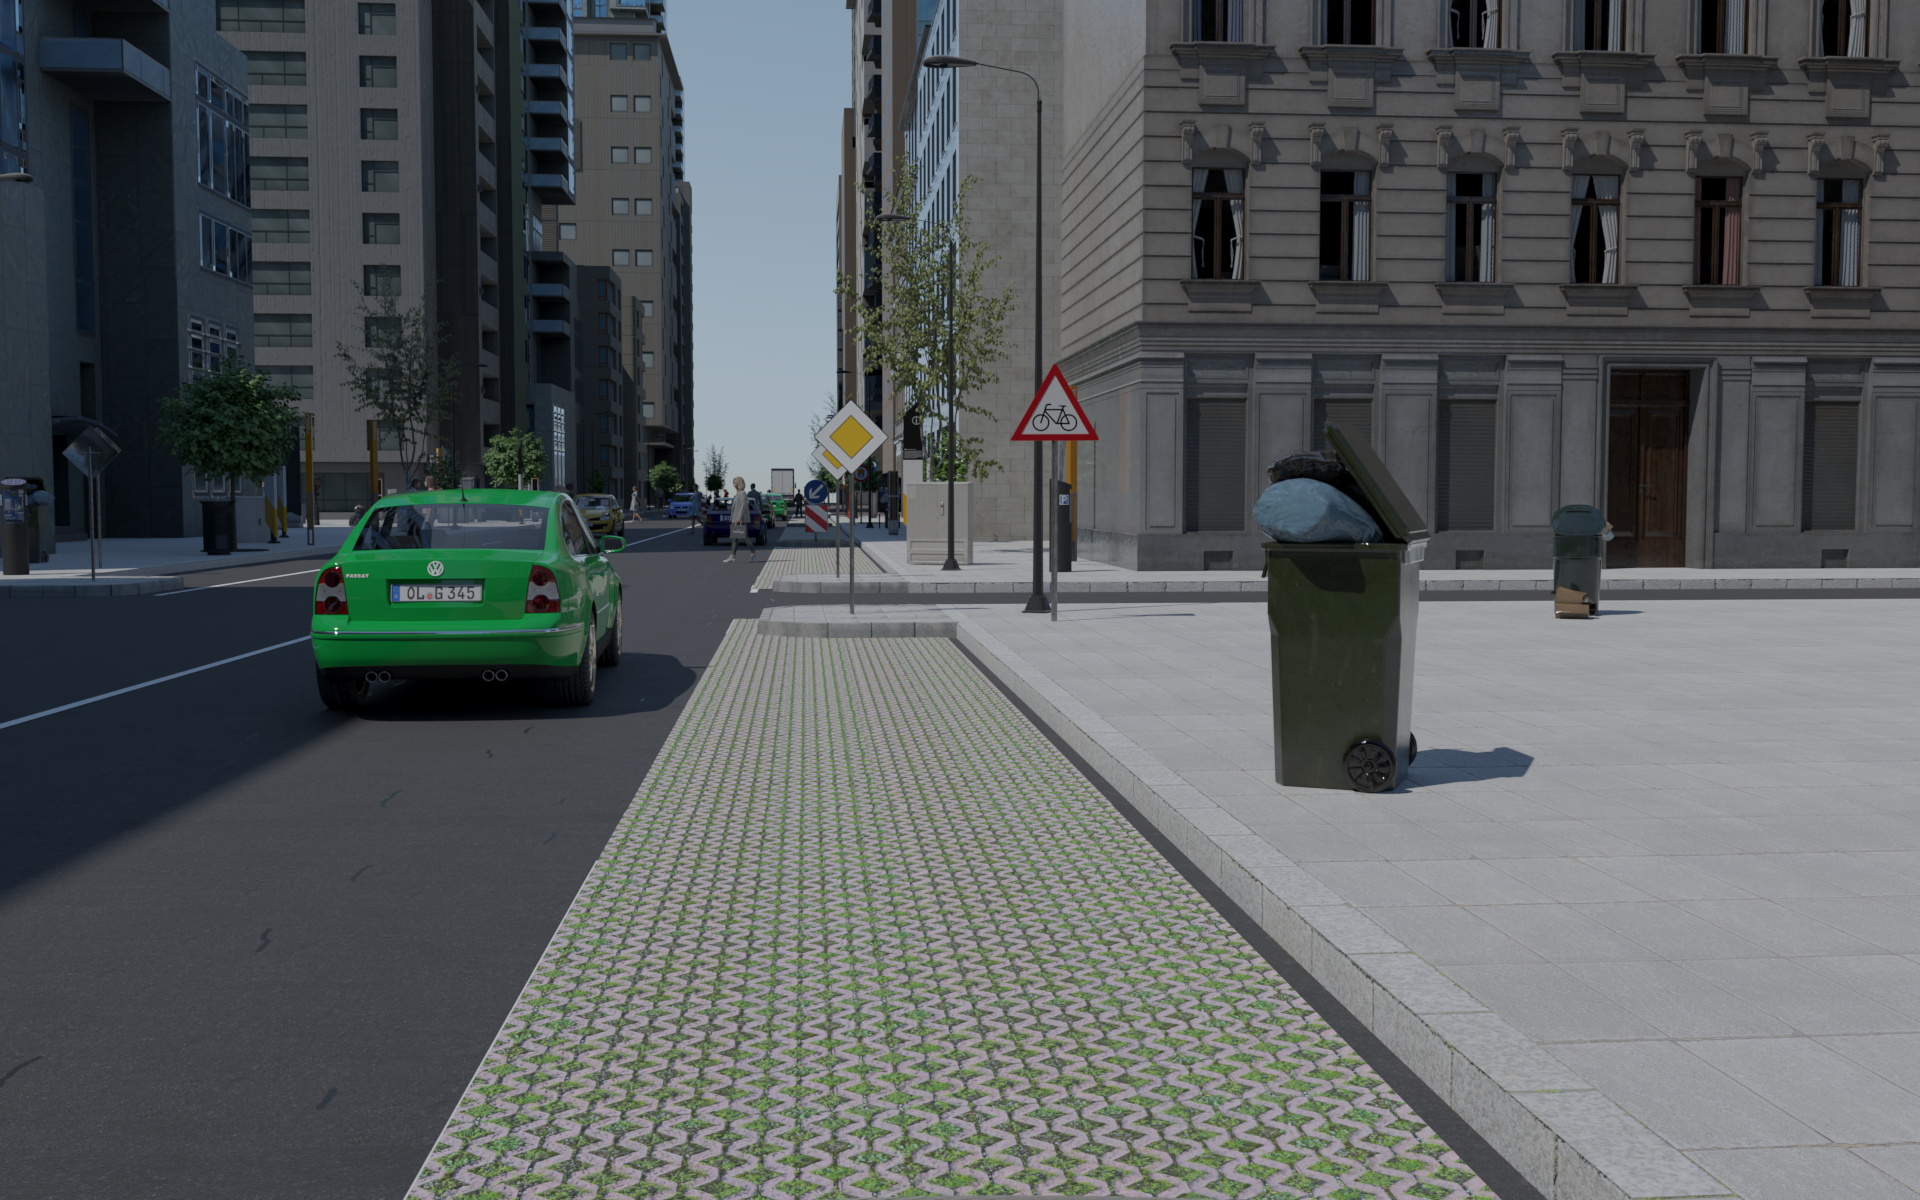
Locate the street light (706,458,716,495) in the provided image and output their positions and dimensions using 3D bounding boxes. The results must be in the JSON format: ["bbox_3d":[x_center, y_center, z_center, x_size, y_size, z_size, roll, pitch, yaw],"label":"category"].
[{"bbox_3d":[-31.792,-15.197,221.012,1.470,5.913,1.316,0,4,-5],"label":"street light"}]

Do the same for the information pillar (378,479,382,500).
[{"bbox_3d":[-28.241,-4.874,84.175,0.304,2.012,0.304,-1,4,-22],"label":"information pillar"}]

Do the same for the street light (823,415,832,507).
[{"bbox_3d":[-7.385,-8.052,104.198,1.470,5.913,1.316,0,4,-5],"label":"street light"}]

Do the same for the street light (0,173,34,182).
[{"bbox_3d":[-14.106,-3.219,25.170,1.470,5.913,1.316,0,4,-5],"label":"street light"}]

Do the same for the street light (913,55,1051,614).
[{"bbox_3d":[0.305,-2.814,18.550,1.470,5.913,1.316,0,4,-5],"label":"street light"}]

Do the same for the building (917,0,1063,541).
[{"bbox_3d":[4.389,-12.283,55.572,10.420,20.320,16.860,0,4,-5],"label":"building"}]

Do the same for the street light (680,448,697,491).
[{"bbox_3d":[-27.595,-12.361,174.648,1.470,5.913,1.316,0,4,-5],"label":"street light"}]

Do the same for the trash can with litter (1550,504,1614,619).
[{"bbox_3d":[6.502,-0.411,18.110,0.624,1.170,1.055,1,4,20],"label":"trash can with litter"}]

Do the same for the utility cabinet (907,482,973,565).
[{"bbox_3d":[-0.367,-1.384,31.308,1.173,1.500,0.318,1,4,19],"label":"utility cabinet"}]

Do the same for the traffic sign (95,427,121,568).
[{"bbox_3d":[-14.953,-1.766,30.064,0.795,2.450,0.064,0,4,-1],"label":"traffic sign"}]

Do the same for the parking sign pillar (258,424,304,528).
[{"bbox_3d":[-25.759,-4.733,65.851,1.447,3.967,1.447,-1,4,-18],"label":"parking sign pillar"}]

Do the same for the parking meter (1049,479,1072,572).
[{"bbox_3d":[1.652,-1.226,28.457,0.372,1.533,0.369,0,3,0],"label":"parking meter"}]

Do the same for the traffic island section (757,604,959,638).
[{"bbox_3d":[-1.135,0.228,18.548,2.009,0.180,2.903,0,4,-5],"label":"traffic island section"}]

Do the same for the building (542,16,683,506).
[{"bbox_3d":[-46.504,-37.155,196.727,28.713,52.752,27.495,0,4,-5],"label":"building"}]

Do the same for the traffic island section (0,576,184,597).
[{"bbox_3d":[-12.795,-0.199,25.531,2.009,0.180,2.903,0,4,-5],"label":"traffic island section"}]

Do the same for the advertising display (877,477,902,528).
[{"bbox_3d":[-2.638,-3.645,64.817,0.974,1.923,0.123,-2,4,-31],"label":"advertising display"}]

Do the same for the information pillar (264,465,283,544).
[{"bbox_3d":[-17.887,-3.277,44.932,0.504,3.616,0.183,3,4,38],"label":"information pillar"}]

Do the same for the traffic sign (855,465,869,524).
[{"bbox_3d":[-4.249,-4.547,74.448,0.768,2.556,0.104,0,4,-2],"label":"traffic sign"}]

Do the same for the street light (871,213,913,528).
[{"bbox_3d":[-0.689,-3.447,28.892,1.470,5.913,1.316,0,4,-5],"label":"street light"}]

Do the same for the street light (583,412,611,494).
[{"bbox_3d":[-20.743,-7.673,97.994,1.470,5.913,1.316,0,4,-5],"label":"street light"}]

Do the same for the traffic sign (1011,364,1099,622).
[{"bbox_3d":[0.948,-1.063,17.382,0.884,2.594,0.081,0,4,0],"label":"traffic sign"}]

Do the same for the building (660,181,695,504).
[{"bbox_3d":[-41.317,-32.784,219.612,14.154,41.232,14.086,0,4,-5],"label":"building"}]

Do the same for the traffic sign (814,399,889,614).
[{"bbox_3d":[-1.158,-0.907,18.469,0.795,2.450,0.064,0,4,-5],"label":"traffic sign"}]

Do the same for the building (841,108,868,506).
[{"bbox_3d":[-6.395,-33.485,197.589,14.600,45.320,14.200,0,4,-5],"label":"building"}]

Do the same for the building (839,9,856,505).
[{"bbox_3d":[-5.043,-47.469,214.362,20.563,71.187,20.611,0,4,-5],"label":"building"}]

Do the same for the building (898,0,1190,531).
[{"bbox_3d":[2.762,-13.730,73.642,9.793,20.994,18.267,0,4,-5],"label":"building"}]

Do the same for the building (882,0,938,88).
[{"bbox_3d":[2.156,-28.271,112.344,14.600,45.320,14.200,0,4,-5],"label":"building"}]

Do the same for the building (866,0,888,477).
[{"bbox_3d":[4.075,-29.326,134.111,22.147,44.769,28.867,0,4,-5],"label":"building"}]

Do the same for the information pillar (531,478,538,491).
[{"bbox_3d":[-19.643,-4.622,80.057,0.304,2.012,0.304,-1,4,-16],"label":"information pillar"}]

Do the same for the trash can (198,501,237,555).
[{"bbox_3d":[-15.603,-1.516,36.436,0.748,1.137,0.748,0,3,0],"label":"trash can"}]

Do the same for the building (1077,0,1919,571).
[{"bbox_3d":[11.405,-11.276,33.515,18.267,20.994,9.793,0,4,-5],"label":"building"}]

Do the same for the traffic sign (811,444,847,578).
[{"bbox_3d":[-1.869,-1.393,26.423,0.795,2.450,0.064,0,4,-5],"label":"traffic sign"}]

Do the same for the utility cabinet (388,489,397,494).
[{"bbox_3d":[-25.063,-4.144,76.435,0.318,1.500,1.173,-1,4,-22],"label":"utility cabinet"}]

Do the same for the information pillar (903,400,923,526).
[{"bbox_3d":[-1.126,-3.105,42.124,0.504,3.616,0.183,0,4,5],"label":"information pillar"}]

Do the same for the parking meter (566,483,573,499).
[{"bbox_3d":[-20.524,-5.222,91.090,0.255,1.863,0.399,1,4,15],"label":"parking meter"}]

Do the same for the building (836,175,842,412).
[{"bbox_3d":[-6.960,-38.320,250.238,21.300,48.544,21.600,0,4,-5],"label":"building"}]

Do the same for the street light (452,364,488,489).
[{"bbox_3d":[-17.506,-5.457,61.760,1.470,5.913,1.316,0,4,-5],"label":"street light"}]

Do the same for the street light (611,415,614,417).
[{"bbox_3d":[-20.958,-7.883,101.421,1.470,5.913,1.316,0,4,-5],"label":"street light"}]

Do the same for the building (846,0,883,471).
[{"bbox_3d":[4.095,-35.038,162.110,28.713,52.752,27.495,0,4,-5],"label":"building"}]

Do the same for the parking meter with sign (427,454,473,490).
[{"bbox_3d":[-22.377,-4.867,75.835,1.738,3.016,0.543,1,4,12],"label":"parking meter with sign"}]

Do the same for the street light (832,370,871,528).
[{"bbox_3d":[-3.940,-5.663,65.125,1.470,5.913,1.316,0,4,-5],"label":"street light"}]

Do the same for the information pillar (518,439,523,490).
[{"bbox_3d":[-18.566,-5.008,73.239,0.183,3.616,0.504,0,4,-1],"label":"information pillar"}]

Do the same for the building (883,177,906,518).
[{"bbox_3d":[1.636,-13.932,92.415,10.561,19.102,19.286,0,4,-5],"label":"building"}]

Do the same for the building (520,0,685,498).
[{"bbox_3d":[-48.236,-56.737,240.321,22.319,86.520,31.000,0,4,-5],"label":"building"}]

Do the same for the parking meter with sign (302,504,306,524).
[{"bbox_3d":[-29.084,-4.822,75.107,1.738,3.016,0.543,2,4,31],"label":"parking meter with sign"}]

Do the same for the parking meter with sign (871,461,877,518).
[{"bbox_3d":[-4.642,-5.876,92.335,0.543,3.016,1.738,0,3,0],"label":"parking meter with sign"}]

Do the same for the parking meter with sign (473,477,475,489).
[{"bbox_3d":[-22.513,-5.058,78.951,1.738,3.016,0.543,0,4,-2],"label":"parking meter with sign"}]

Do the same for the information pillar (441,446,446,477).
[{"bbox_3d":[-25.176,-5.719,84.868,0.504,3.616,0.183,2,4,24],"label":"information pillar"}]

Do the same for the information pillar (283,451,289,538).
[{"bbox_3d":[-19.947,-3.644,50.935,0.183,3.616,0.504,-3,5,-40],"label":"information pillar"}]

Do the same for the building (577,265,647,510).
[{"bbox_3d":[-41.554,-18.319,144.557,27.650,21.520,28.899,0,4,-5],"label":"building"}]

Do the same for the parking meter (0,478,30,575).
[{"bbox_3d":[-14.978,-1.164,27.443,0.372,1.533,0.369,0,3,0],"label":"parking meter"}]

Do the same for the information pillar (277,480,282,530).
[{"bbox_3d":[-24.482,-3.531,62.226,0.304,2.012,0.304,-3,5,-40],"label":"information pillar"}]

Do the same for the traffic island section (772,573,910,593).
[{"bbox_3d":[-1.846,-0.258,26.502,2.009,0.180,2.903,0,4,-5],"label":"traffic island section"}]

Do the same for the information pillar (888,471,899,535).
[{"bbox_3d":[-2.097,-3.053,54.411,0.304,2.012,0.304,-1,4,-10],"label":"information pillar"}]

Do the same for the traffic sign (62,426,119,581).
[{"bbox_3d":[-12.772,-1.335,25.471,0.795,2.450,0.064,0,4,-5],"label":"traffic sign"}]

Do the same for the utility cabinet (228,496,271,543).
[{"bbox_3d":[-18.656,-2.101,45.519,0.306,1.237,1.020,3,4,37],"label":"utility cabinet"}]

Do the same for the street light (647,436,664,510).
[{"bbox_3d":[-24.332,-10.145,138.417,1.470,5.913,1.316,0,4,-5],"label":"street light"}]

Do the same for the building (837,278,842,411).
[{"bbox_3d":[-9.468,-28.194,232.674,14.160,30.474,14.107,0,4,-5],"label":"building"}]

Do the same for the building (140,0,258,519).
[{"bbox_3d":[-36.282,-48.952,113.031,22.319,86.520,31.000,0,4,-5],"label":"building"}]
